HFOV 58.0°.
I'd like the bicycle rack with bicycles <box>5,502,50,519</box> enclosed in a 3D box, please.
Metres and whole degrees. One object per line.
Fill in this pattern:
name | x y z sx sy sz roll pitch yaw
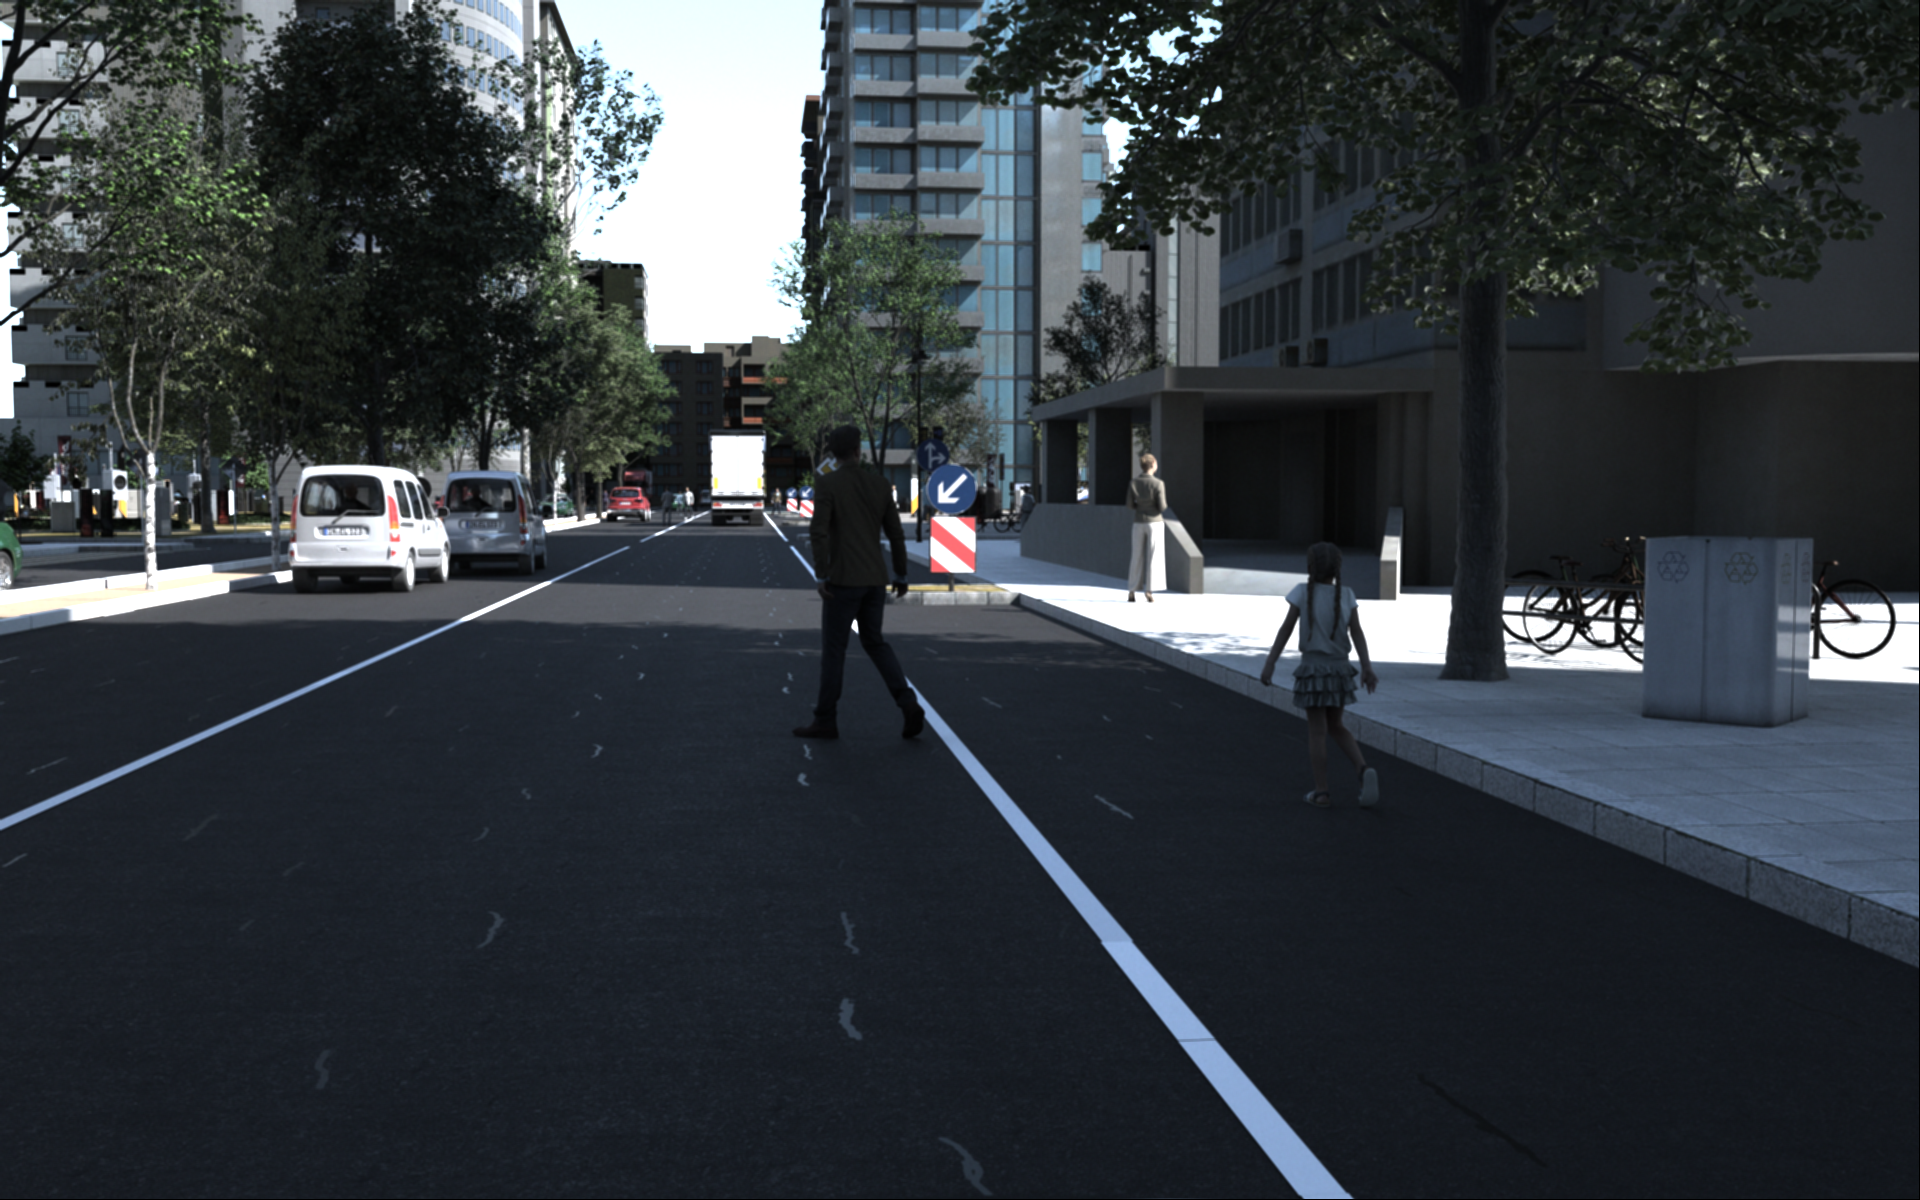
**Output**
bicycle rack with bicycles | -44.074 -4.163 81.450 2.925 0.926 2.852 0 4 -8

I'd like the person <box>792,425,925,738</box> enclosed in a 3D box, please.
person | -0.577 -0.108 10.180 0.836 1.842 0.656 1 4 22

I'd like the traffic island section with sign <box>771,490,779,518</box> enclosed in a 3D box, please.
traffic island section with sign | -10.448 -5.976 106.339 1.989 1.847 2.006 0 4 -7

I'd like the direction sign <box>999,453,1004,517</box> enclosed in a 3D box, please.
direction sign | 2.327 -6.388 96.440 0.379 3.537 0.876 -1 4 -15

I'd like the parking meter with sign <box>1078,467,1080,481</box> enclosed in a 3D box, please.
parking meter with sign | 8.598 -7.140 113.002 1.738 3.016 0.543 1 4 10

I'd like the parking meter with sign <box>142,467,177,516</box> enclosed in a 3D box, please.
parking meter with sign | -46.895 -6.419 101.216 1.738 3.016 0.543 -2 4 -30

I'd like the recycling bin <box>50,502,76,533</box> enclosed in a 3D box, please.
recycling bin | -29.768 -2.748 57.476 0.722 1.027 0.722 -2 4 -29

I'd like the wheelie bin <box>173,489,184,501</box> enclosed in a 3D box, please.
wheelie bin | -52.952 -6.693 117.341 0.693 1.594 0.980 -3 4 -36

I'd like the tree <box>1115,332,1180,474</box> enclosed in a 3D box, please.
tree | 8.892 -7.924 79.926 4.360 8.622 3.978 0 3 0

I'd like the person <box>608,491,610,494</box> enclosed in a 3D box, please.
person | -33.241 -9.486 164.413 1.217 1.723 0.721 1 4 14

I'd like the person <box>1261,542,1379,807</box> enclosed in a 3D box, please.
person | 1.643 0.343 7.911 0.505 1.210 0.382 0 4 -8

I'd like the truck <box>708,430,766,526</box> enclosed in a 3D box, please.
truck | -10.467 -5.653 81.333 2.839 4.237 11.283 0 4 -8

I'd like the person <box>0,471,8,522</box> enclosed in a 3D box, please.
person | -21.844 -2.036 39.146 0.447 1.846 0.655 0 4 2

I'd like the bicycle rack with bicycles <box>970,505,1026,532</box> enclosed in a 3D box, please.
bicycle rack with bicycles | 2.056 -2.774 58.741 2.925 0.926 2.852 2 4 33

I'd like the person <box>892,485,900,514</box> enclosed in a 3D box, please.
person | -3.821 -5.776 100.834 0.624 1.780 0.694 1 4 15

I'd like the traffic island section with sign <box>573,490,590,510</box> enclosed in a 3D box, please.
traffic island section with sign | -33.830 -8.843 153.214 1.989 1.847 2.006 0 4 -7

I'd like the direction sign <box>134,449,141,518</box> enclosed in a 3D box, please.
direction sign | -41.046 -5.780 86.500 0.379 3.537 0.876 -1 4 -9

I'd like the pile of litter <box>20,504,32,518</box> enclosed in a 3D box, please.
pile of litter | -39.667 -3.671 73.981 1.176 0.858 1.719 -1 4 -14

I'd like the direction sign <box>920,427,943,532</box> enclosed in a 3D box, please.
direction sign | -0.991 -4.060 58.375 0.876 3.537 0.379 1 4 20

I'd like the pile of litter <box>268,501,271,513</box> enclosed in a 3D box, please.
pile of litter | -46.214 -6.296 116.904 1.176 0.858 1.719 -1 4 -23

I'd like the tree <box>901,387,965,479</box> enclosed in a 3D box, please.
tree | -1.832 -9.909 112.369 4.737 8.622 4.395 0 3 0

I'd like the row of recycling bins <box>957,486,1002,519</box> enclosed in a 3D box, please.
row of recycling bins | 0.972 -5.031 89.366 1.069 1.692 3.534 -2 4 -31

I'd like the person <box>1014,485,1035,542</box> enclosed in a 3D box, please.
person | 1.750 -2.311 46.417 0.523 1.515 0.503 2 4 25

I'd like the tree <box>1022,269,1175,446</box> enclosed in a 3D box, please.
tree | 6.112 -8.445 72.494 7.601 10.594 8.767 0 4 -2

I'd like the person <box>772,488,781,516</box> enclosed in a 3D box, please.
person | -12.059 -6.442 113.730 0.836 1.842 0.656 2 4 33

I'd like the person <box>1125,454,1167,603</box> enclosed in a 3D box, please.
person | 2.238 -0.851 20.507 0.519 1.759 0.362 2 4 30

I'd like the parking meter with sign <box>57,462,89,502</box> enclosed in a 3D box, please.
parking meter with sign | -39.806 -5.021 78.356 0.543 3.016 1.738 2 4 35

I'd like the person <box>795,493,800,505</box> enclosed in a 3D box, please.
person | -19.659 -12.219 208.362 1.350 1.814 0.705 0 4 -4

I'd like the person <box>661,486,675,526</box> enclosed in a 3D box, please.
person | -13.243 -4.256 78.281 0.606 1.804 0.583 -2 4 -31

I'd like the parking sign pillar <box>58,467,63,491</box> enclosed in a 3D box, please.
parking sign pillar | -63.394 -8.152 121.758 1.447 3.967 1.447 -1 4 -20

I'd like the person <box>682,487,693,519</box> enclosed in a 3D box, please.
person | -15.419 -5.498 98.237 0.661 1.843 0.795 1 4 11

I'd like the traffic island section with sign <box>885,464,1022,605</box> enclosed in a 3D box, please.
traffic island section with sign | -0.300 -0.901 23.358 1.989 1.847 2.006 0 4 -7

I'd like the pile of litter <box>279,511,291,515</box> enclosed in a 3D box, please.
pile of litter | -31.887 -4.244 83.357 1.719 0.858 1.176 2 4 29

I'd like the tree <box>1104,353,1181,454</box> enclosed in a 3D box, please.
tree | 10.027 -8.453 88.564 4.737 8.622 4.395 0 3 0

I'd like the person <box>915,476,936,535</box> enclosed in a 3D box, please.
person | -1.026 -2.935 53.885 0.748 1.841 0.638 2 4 33

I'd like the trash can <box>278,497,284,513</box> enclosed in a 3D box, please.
trash can | -40.033 -5.505 101.658 0.748 1.137 0.748 0 3 0

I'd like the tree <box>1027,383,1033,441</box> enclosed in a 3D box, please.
tree | 5.993 -9.488 105.487 4.737 8.622 4.395 0 3 0

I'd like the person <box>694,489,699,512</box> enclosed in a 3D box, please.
person | -21.414 -8.076 140.561 0.705 1.821 1.348 -1 4 -22

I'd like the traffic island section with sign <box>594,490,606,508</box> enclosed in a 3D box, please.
traffic island section with sign | -37.108 -10.480 179.969 1.989 1.847 2.006 0 4 -7

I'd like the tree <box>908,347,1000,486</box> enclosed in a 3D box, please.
tree | -0.503 -8.226 84.855 4.360 8.622 3.978 0 3 0

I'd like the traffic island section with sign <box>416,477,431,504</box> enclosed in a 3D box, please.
traffic island section with sign | -14.209 -2.260 45.082 2.006 1.907 1.989 0 4 -7

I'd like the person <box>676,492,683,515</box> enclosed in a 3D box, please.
person | -19.313 -6.677 119.476 0.589 1.601 0.330 1 4 14

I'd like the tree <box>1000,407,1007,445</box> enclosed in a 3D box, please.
tree | 1.628 -10.727 125.754 4.360 8.622 3.978 0 3 0

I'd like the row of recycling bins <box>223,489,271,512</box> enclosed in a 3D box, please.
row of recycling bins | -50.380 -7.064 122.602 3.534 1.692 1.069 -2 4 -28

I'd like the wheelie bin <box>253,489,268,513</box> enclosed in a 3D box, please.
wheelie bin | -43.305 -6.078 107.276 0.980 1.594 0.693 1 4 20

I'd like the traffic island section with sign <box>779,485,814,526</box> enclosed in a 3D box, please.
traffic island section with sign | -7.177 -4.340 79.582 1.989 1.847 2.006 0 4 -7

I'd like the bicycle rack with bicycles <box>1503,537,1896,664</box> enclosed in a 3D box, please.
bicycle rack with bicycles | 5.446 -0.029 13.853 2.852 0.926 2.925 -2 4 -34

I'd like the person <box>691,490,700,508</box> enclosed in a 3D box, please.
person | -27.687 -10.475 179.846 1.350 1.814 0.705 -1 4 -17

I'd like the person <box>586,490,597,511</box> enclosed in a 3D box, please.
person | -31.321 -8.499 147.479 1.348 1.822 0.705 -3 4 -37

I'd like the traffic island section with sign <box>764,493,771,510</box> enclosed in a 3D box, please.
traffic island section with sign | -16.427 -8.962 155.151 1.989 1.847 2.006 0 4 -7

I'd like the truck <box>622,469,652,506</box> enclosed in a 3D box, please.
truck | -35.814 -12.453 192.522 2.839 4.237 11.283 0 4 -6

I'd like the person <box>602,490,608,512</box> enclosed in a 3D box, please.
person | -28.775 -8.018 140.042 0.683 1.767 0.568 -3 5 -44

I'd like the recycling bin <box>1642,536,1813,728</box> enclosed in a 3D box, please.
recycling bin | 4.407 0.159 9.950 0.722 1.027 0.722 3 5 42
